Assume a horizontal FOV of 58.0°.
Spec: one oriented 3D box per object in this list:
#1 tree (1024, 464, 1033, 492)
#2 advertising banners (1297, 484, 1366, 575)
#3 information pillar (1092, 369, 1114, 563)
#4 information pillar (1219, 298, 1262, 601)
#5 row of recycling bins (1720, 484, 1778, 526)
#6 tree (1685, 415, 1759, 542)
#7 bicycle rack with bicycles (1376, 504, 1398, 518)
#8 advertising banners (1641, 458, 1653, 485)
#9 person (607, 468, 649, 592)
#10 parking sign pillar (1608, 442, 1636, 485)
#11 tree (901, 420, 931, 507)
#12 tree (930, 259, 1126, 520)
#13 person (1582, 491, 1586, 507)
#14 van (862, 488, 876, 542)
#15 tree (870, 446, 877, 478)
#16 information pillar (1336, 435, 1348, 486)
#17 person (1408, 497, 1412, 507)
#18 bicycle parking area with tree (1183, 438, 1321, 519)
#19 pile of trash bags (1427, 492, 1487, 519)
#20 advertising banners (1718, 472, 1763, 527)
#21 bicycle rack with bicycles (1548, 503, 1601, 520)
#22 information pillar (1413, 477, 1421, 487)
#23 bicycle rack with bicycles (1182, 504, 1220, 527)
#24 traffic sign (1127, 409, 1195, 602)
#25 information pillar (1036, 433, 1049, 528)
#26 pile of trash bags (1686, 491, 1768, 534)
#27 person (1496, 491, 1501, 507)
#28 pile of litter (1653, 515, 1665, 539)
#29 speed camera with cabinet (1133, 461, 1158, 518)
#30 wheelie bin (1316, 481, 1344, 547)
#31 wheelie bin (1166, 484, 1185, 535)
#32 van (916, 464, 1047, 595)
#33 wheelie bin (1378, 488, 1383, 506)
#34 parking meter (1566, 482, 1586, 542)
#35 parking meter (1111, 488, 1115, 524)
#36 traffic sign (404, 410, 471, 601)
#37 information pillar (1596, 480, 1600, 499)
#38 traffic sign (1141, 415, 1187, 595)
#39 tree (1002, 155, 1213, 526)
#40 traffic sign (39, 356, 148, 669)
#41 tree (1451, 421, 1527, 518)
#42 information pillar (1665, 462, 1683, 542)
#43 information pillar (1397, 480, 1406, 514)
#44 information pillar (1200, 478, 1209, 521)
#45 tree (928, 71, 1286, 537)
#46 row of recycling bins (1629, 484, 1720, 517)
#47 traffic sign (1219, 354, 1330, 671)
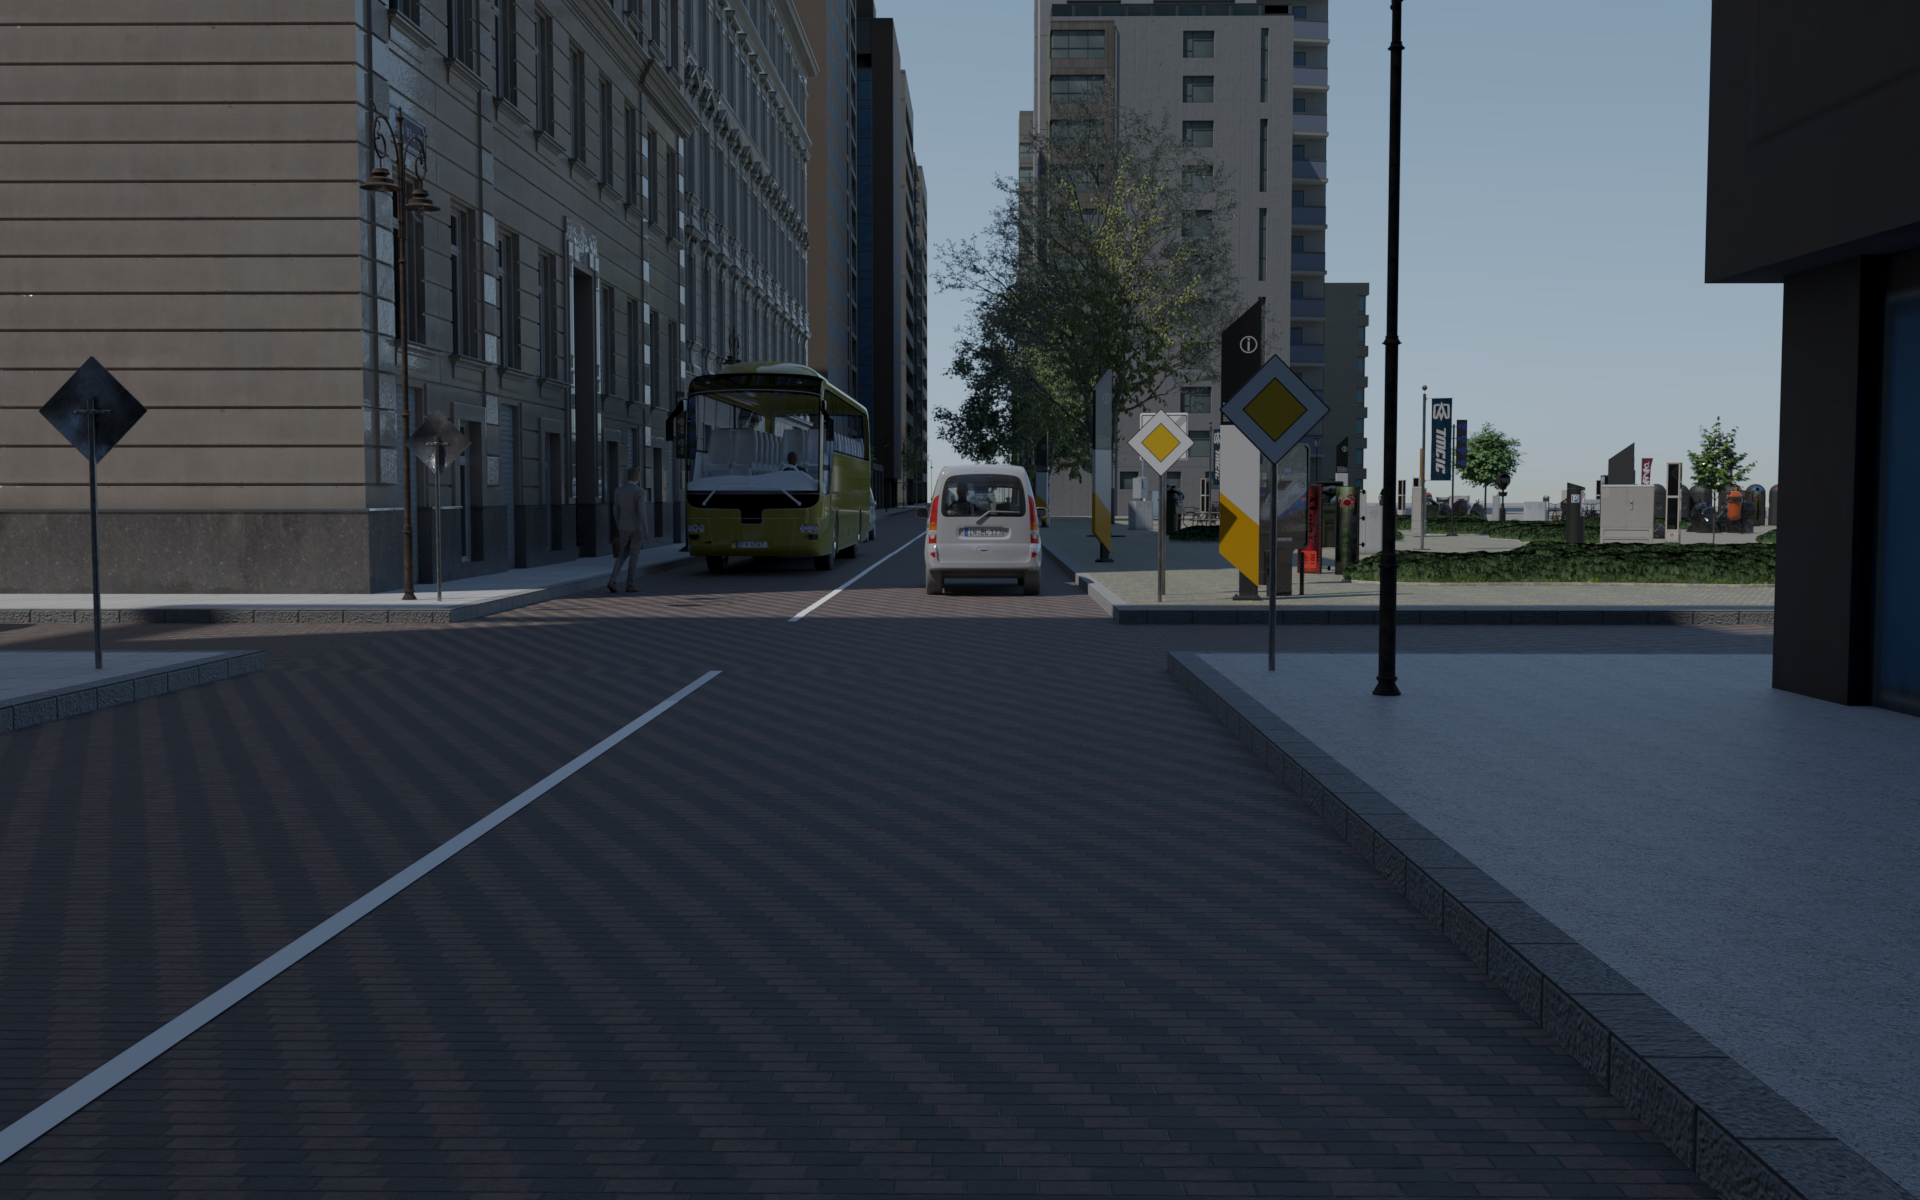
[{"bbox_3d":[3.985,-6.930,107.900,1.663,3.219,1.824,0,3,0],"label":"tree"},{"bbox_3d":[5.653,-1.935,27.825,0.090,3.025,2.074,-3,4,-39],"label":"advertising banners"},{"bbox_3d":[2.662,-2.512,32.424,0.183,3.616,0.504,3,5,43],"label":"information pillar"},{"bbox_3d":[3.383,-1.802,20.825,0.504,3.616,0.183,0,4,8],"label":"information pillar"},{"bbox_3d":[32.745,-3.866,70.320,3.534,1.692,1.069,1,4,14],"label":"row of recycling bins"},{"bbox_3d":[18.564,-2.914,42.245,1.663,3.219,1.824,0,3,0],"label":"tree"},{"bbox_3d":[14.983,-3.170,65.208,2.925,0.926,2.852,-2,4,-26],"label":"bicycle rack with bicycles"},{"bbox_3d":[32.439,-5.365,83.913,2.074,3.025,0.090,1,4,19],"label":"advertising banners"},{"bbox_3d":[-4.820,-1.023,25.348,0.709,1.813,0.853,1,4,22],"label":"person"},{"bbox_3d":[34.638,-6.251,90.684,1.447,3.967,1.447,3,4,37],"label":"parking sign pillar"},{"bbox_3d":[-5.165,-13.604,172.782,4.360,8.622,3.978,0,3,0],"label":"tree"},{"bbox_3d":[3.696,-10.223,84.158,9.611,12.733,9.660,0,3,0],"label":"tree"},{"bbox_3d":[63.517,-10.235,176.505,0.621,1.740,0.551,0,4,-2],"label":"person"},{"bbox_3d":[-3.521,-2.814,53.028,2.013,2.044,4.112,0,4,2],"label":"van"},{"bbox_3d":[-6.048,-6.700,93.261,4.285,4.588,4.351,0,3,0],"label":"tree"},{"bbox_3d":[15.169,-4.734,68.758,0.504,3.616,0.183,-1,4,-9],"label":"information pillar"},{"bbox_3d":[45.631,-9.952,174.441,0.991,1.433,0.599,0,4,-4],"label":"person"},{"bbox_3d":[15.710,-6.178,88.007,8.231,4.147,9.016,0,4,2],"label":"bicycle parking area with tree"},{"bbox_3d":[23.112,-4.403,81.749,3.447,1.369,1.912,-2,4,-26],"label":"pile of trash bags"},{"bbox_3d":[30.774,-4.400,68.123,2.074,3.025,0.090,-1,4,-20],"label":"advertising banners"},{"bbox_3d":[25.749,-3.609,72.388,2.925,0.926,2.852,-3,5,-40],"label":"bicycle rack with bicycles"},{"bbox_3d":[20.148,-4.401,76.449,0.304,2.012,0.304,2,4,25],"label":"information pillar"},{"bbox_3d":[9.647,-3.116,64.326,2.925,0.926,2.852,2,4,25],"label":"bicycle rack with bicycles"},{"bbox_3d":[2.371,-1.032,20.520,0.795,2.450,0.064,0,4,1],"label":"traffic sign"},{"bbox_3d":[3.149,-4.581,66.259,0.504,3.616,0.183,2,4,31],"label":"information pillar"},{"bbox_3d":[25.157,-2.886,56.936,1.912,1.369,3.447,1,4,12],"label":"pile of trash bags"},{"bbox_3d":[54.118,-10.081,174.037,1.217,1.735,0.721,3,5,40],"label":"person"},{"bbox_3d":[19.992,-2.220,50.256,1.176,0.858,1.719,-2,4,-31],"label":"pile of litter"},{"bbox_3d":[10.195,-6.122,94.435,0.660,3.252,2.038,3,4,39],"label":"speed camera with cabinet"},{"bbox_3d":[8.942,-2.071,41.773,0.980,1.594,0.693,1,4,12],"label":"wheelie bin"},{"bbox_3d":[6.631,-2.835,54.255,0.693,1.594,0.980,2,4,29],"label":"wheelie bin"},{"bbox_3d":[0.330,-1.163,26.023,2.013,2.044,4.112,0,3,0],"label":"van"},{"bbox_3d":[23.469,-5.337,95.161,0.980,1.594,0.693,-1,4,-21],"label":"wheelie bin"},{"bbox_3d":[12.995,-1.722,36.567,0.372,1.533,0.369,0,3,0],"label":"parking meter"},{"bbox_3d":[6.369,-3.968,73.291,0.372,1.533,0.369,0,3,0],"label":"parking meter"},{"bbox_3d":[-6.222,-1.040,20.653,0.795,2.450,0.064,0,4,1],"label":"traffic sign"},{"bbox_3d":[32.981,-5.185,89.261,0.304,2.012,0.304,-2,4,-33],"label":"information pillar"},{"bbox_3d":[2.582,-1.213,21.955,0.606,2.300,0.079,0,4,7],"label":"traffic sign"},{"bbox_3d":[3.402,-5.408,38.777,4.737,8.622,4.395,0,3,0],"label":"tree"},{"bbox_3d":[-6.328,-0.552,12.669,0.795,2.450,0.064,0,4,1],"label":"traffic sign"},{"bbox_3d":[23.578,-5.725,77.315,4.285,4.588,4.351,0,3,0],"label":"tree"},{"bbox_3d":[16.602,-2.189,40.290,0.304,2.012,0.304,2,4,31],"label":"information pillar"},{"bbox_3d":[22.763,-5.185,89.263,0.304,2.012,0.304,-3,5,-43],"label":"information pillar"},{"bbox_3d":[11.478,-4.687,81.124,0.304,2.012,0.304,-3,5,-42],"label":"information pillar"},{"bbox_3d":[4.243,-8.627,51.418,12.009,13.543,11.850,0,3,0],"label":"tree"},{"bbox_3d":[28.306,-3.803,69.291,3.534,1.692,1.069,0,4,-1],"label":"row of recycling bins"},{"bbox_3d":[2.266,-0.544,12.535,0.795,2.450,0.064,0,4,1],"label":"traffic sign"}]
